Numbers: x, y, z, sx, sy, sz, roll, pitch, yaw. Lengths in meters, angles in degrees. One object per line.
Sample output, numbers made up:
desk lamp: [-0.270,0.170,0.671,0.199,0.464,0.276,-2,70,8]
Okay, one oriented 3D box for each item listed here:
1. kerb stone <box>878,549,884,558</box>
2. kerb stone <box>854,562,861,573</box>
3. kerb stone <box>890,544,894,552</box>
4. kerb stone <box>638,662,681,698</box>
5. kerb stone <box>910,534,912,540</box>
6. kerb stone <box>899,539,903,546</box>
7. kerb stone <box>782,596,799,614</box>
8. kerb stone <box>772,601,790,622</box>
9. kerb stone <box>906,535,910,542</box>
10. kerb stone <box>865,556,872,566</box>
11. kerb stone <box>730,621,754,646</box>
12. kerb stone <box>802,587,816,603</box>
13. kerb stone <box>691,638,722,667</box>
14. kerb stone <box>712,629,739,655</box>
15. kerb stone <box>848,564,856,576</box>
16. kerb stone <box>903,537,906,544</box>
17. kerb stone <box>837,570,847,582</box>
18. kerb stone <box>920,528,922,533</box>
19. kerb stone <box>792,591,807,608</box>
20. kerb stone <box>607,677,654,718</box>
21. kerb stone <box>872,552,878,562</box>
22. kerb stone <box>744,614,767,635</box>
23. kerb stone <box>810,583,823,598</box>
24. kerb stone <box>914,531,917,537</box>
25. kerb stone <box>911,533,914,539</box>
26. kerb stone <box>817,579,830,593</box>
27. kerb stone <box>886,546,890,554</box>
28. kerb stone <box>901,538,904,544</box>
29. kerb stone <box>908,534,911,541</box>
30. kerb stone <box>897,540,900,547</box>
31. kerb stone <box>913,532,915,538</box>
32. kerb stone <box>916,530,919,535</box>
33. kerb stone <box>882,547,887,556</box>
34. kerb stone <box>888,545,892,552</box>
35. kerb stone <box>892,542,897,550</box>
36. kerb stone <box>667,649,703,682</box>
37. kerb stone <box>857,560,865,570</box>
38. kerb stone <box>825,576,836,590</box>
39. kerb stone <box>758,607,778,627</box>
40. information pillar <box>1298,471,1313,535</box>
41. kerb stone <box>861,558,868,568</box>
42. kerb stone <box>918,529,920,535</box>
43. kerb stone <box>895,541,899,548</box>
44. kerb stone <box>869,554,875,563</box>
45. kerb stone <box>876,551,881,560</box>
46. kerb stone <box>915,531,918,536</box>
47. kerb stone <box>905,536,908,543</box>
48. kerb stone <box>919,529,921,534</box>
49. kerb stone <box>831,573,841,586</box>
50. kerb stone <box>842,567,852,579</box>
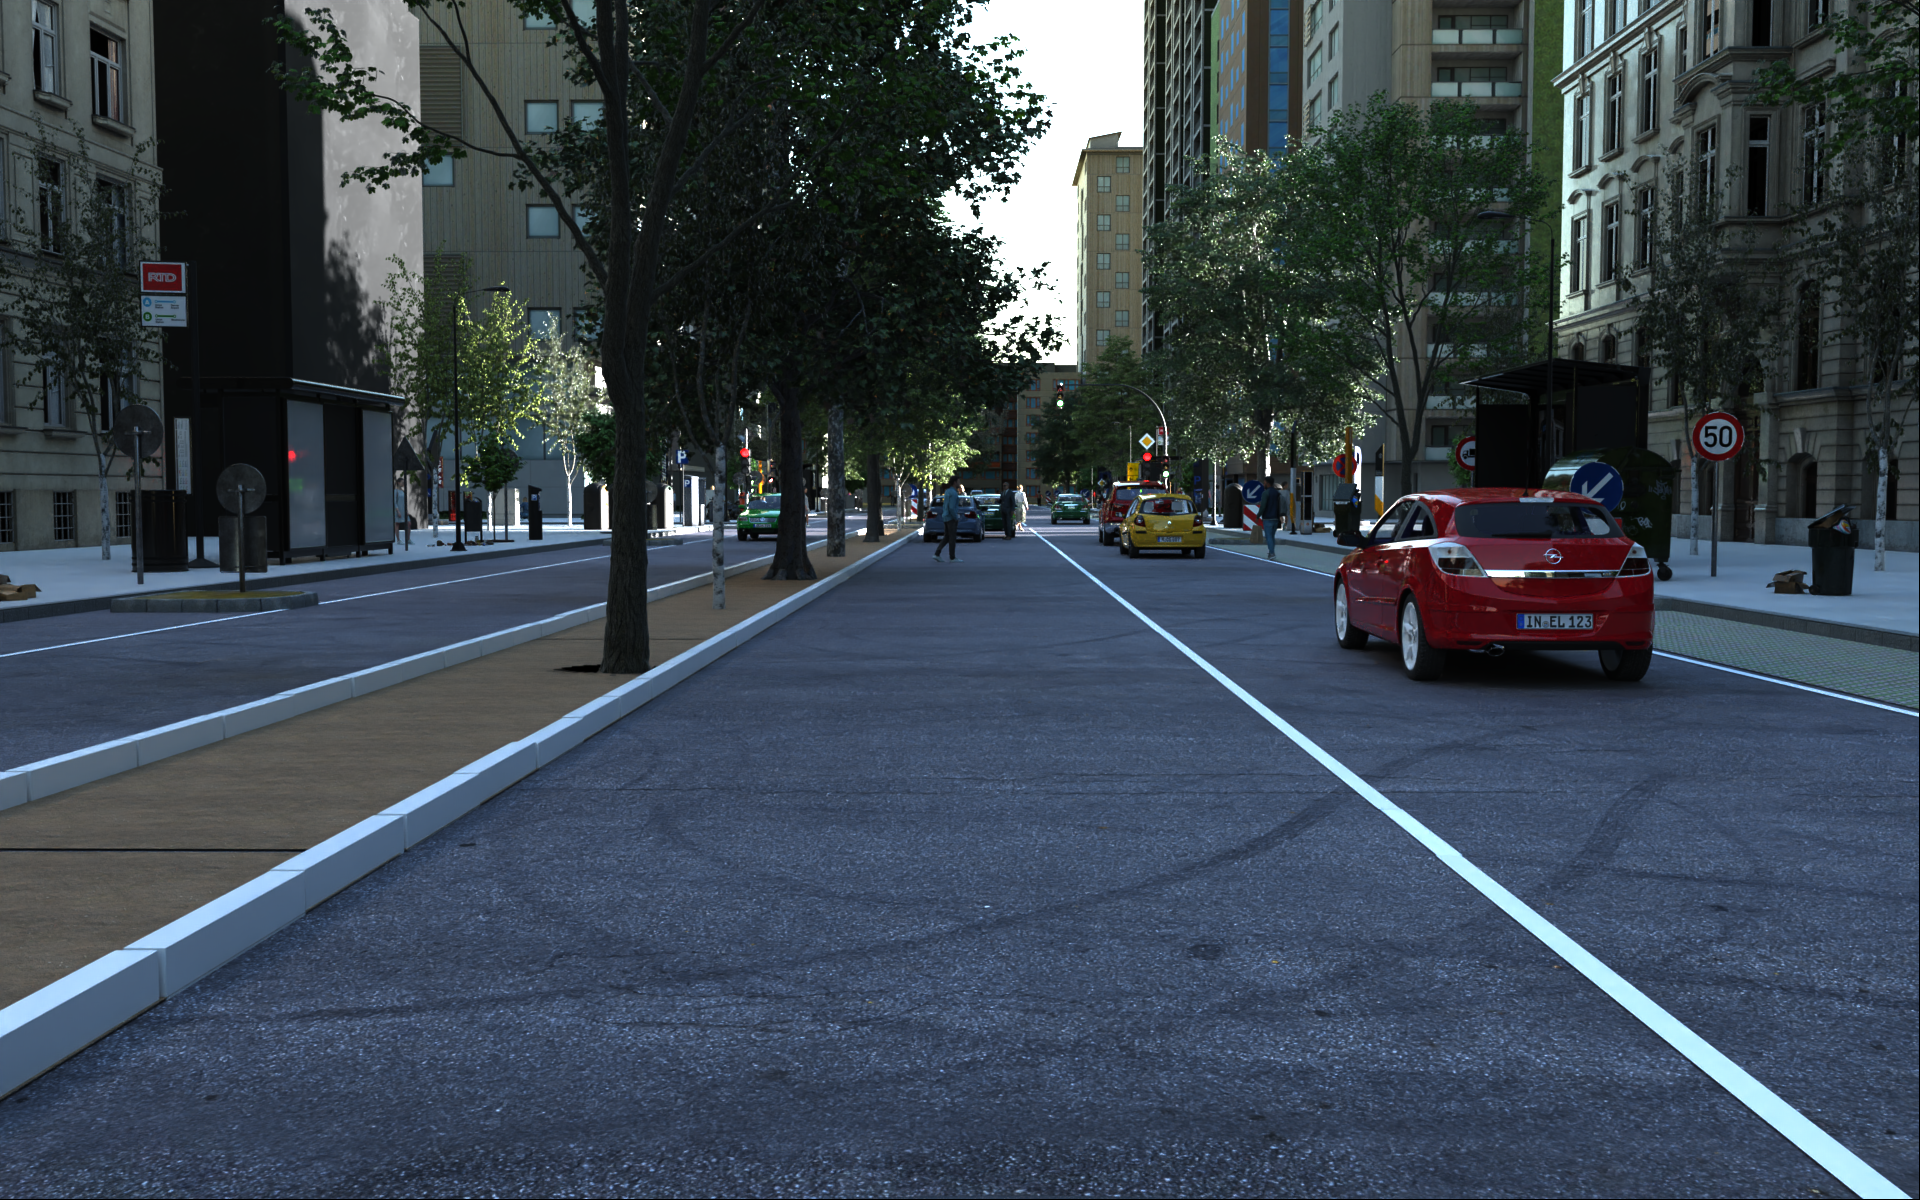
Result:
kerb stone: [-1.814,-0.978,38.185,0.120,0.150,1.000,0,4,1]
kerb stone: [-1.923,-0.539,31.013,0.120,0.150,1.000,0,4,1]
kerb stone: [-1.752,-1.228,42.296,0.120,0.150,1.000,0,4,1]
kerb stone: [-2.195,0.589,12.570,0.120,0.150,1.000,0,4,1]
kerb stone: [-1.609,-1.854,52.565,0.120,0.150,1.000,0,4,1]
kerb stone: [-1.692,-1.478,46.414,0.120,0.150,1.000,0,4,1]
kerb stone: [-2.081,0.087,20.771,0.120,0.150,1.000,0,4,1]
kerb stone: [-2.090,0.150,19.750,0.120,0.150,1.000,0,4,1]
kerb stone: [-1.625,-1.724,50.513,0.120,0.150,1.000,0,4,1]
kerb stone: [-1.877,-0.727,34.090,0.120,0.150,1.000,0,4,1]
kerb stone: [-2.135,0.338,16.677,0.120,0.150,1.000,0,4,1]
kerb stone: [-2.047,-0.037,22.824,0.120,0.150,1.000,0,4,1]
kerb stone: [-2.168,0.463,14.621,0.120,0.150,1.000,0,4,1]
kerb stone: [-2.157,0.401,15.656,0.120,0.150,1.000,0,4,1]
kerb stone: [-1.937,-0.477,29.991,0.120,0.150,1.000,0,4,1]
kerb stone: [-1.667,-1.607,48.462,0.120,0.150,1.000,0,4,1]
kerb stone: [-1.967,-0.348,27.939,0.120,0.150,1.000,0,4,1]
kerb stone: [-1.483,-2.356,60.778,0.120,0.150,1.000,0,4,1]
kerb stone: [-2.063,0.025,21.793,0.120,0.150,1.000,0,4,1]
kerb stone: [-2.214,0.656,11.542,0.120,0.150,1.000,0,4,1]
kerb stone: [-1.846,-0.853,36.141,0.120,0.150,1.000,0,4,1]
kerb stone: [-2.124,0.275,17.700,0.120,0.150,1.000,0,4,1]
kerb stone: [-2.028,-0.101,23.845,0.120,0.150,1.000,0,4,1]
kerb stone: [-1.557,-2.045,55.638,0.120,0.150,1.000,0,4,1]
kerb stone: [-1.583,-1.920,53.591,0.120,0.150,1.000,0,4,1]
kerb stone: [-2.016,-0.164,24.869,0.120,0.150,1.000,0,4,1]
kerb stone: [-1.781,-1.103,40.243,0.120,0.150,1.000,0,4,1]
kerb stone: [-1.683,-1.541,47.438,0.120,0.150,1.000,0,4,1]
kerb stone: [-1.610,-1.795,51.543,0.120,0.150,1.000,0,4,1]
kerb stone: [-1.713,-1.414,45.385,0.120,0.150,1.000,0,4,1]
kerb stone: [-1.564,-1.983,54.612,0.120,0.150,1.000,0,4,1]
kerb stone: [-1.523,-2.172,57.700,0.120,0.150,1.000,0,4,1]
kerb stone: [-1.797,-1.041,39.221,0.120,0.150,1.000,0,4,1]
kerb stone: [-1.766,-1.166,41.265,0.120,0.150,1.000,0,4,1]
kerb stone: [-1.731,-1.293,43.335,0.120,0.150,1.000,0,4,1]
kerb stone: [-2.182,0.526,13.595,0.120,0.150,1.000,0,4,1]
kerb stone: [-1.899,-0.602,32.038,0.120,0.150,1.000,0,4,1]
kerb stone: [-2.000,-0.226,25.891,0.120,0.150,1.000,0,4,1]
kerb stone: [-2.111,0.212,18.726,0.120,0.150,1.000,0,4,1]
information pillar: [10.947,-3.071,54.704,0.304,2.012,0.304,0,4,-6]
kerb stone: [-1.897,-0.665,33.062,0.120,0.150,1.000,0,4,1]
kerb stone: [-1.510,-2.233,58.722,0.120,0.150,1.000,0,4,1]
kerb stone: [-1.722,-1.355,44.357,0.120,0.150,1.000,0,4,1]
kerb stone: [-1.860,-0.790,35.112,0.120,0.150,1.000,0,4,1]
kerb stone: [-1.833,-0.915,37.163,0.120,0.150,1.000,0,4,1]
kerb stone: [-1.541,-2.107,56.667,0.120,0.150,1.000,0,4,1]
kerb stone: [-1.647,-1.669,49.491,0.120,0.150,1.000,0,4,1]
kerb stone: [-1.503,-2.297,59.750,0.120,0.150,1.000,0,4,1]
kerb stone: [-1.985,-0.288,26.915,0.120,0.150,1.000,0,4,1]
kerb stone: [-1.953,-0.414,28.966,0.120,0.150,1.000,0,4,1]
